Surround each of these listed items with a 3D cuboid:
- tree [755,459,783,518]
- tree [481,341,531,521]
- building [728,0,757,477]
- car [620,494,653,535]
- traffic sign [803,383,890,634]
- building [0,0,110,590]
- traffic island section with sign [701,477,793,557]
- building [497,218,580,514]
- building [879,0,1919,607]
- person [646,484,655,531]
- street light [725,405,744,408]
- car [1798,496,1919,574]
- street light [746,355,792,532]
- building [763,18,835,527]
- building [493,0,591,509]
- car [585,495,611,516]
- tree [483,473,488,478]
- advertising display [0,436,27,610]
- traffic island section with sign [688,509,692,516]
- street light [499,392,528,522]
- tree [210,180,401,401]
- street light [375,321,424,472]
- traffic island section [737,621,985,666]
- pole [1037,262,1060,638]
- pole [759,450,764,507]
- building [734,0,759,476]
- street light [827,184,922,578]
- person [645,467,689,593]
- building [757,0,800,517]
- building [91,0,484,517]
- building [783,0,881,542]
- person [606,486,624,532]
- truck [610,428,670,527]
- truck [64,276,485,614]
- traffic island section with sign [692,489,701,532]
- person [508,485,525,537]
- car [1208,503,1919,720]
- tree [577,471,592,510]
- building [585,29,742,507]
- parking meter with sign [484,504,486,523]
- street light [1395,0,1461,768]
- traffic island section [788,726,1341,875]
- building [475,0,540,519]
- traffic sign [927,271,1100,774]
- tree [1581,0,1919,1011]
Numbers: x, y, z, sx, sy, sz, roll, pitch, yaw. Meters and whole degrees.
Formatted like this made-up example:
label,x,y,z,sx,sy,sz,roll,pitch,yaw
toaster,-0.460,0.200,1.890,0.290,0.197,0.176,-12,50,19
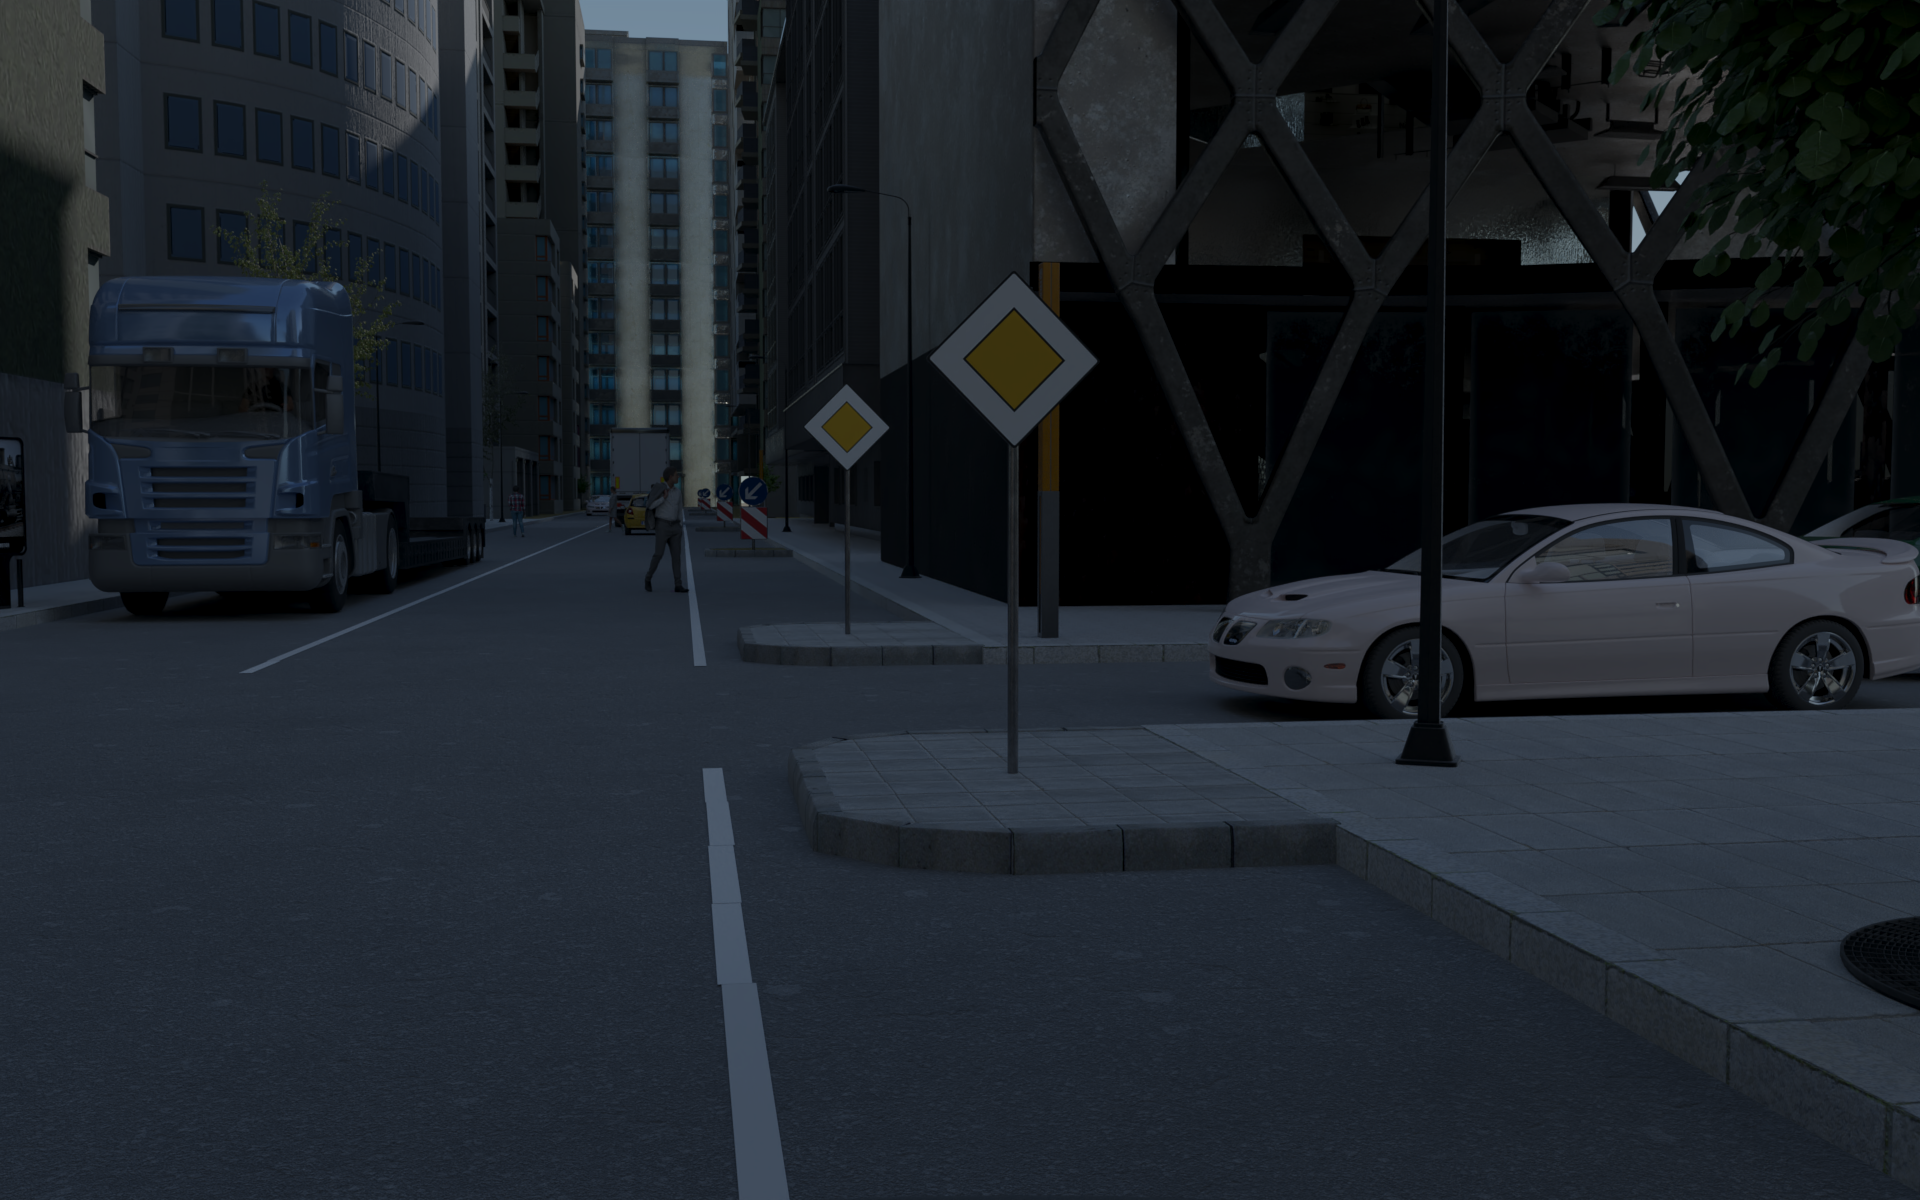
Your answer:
label,x,y,z,sx,sy,sz,roll,pitch,yaw
tree,-10.420,-6.033,93.240,1.663,3.219,1.824,0,3,0
tree,-22.612,-8.080,82.475,4.360,8.622,3.978,0,3,0
building,-6.538,-34.493,153.194,28.713,52.752,27.495,-1,4,-9
car,-11.093,-3.151,61.745,2.015,1.641,3.980,-1,4,-10
traffic sign,-1.030,-0.743,15.784,0.795,2.450,0.064,-1,4,-9
building,-19.251,-15.115,18.834,14.160,30.474,14.107,-1,4,-9
traffic island section with sign,-4.925,-1.929,40.160,1.989,1.847,2.006,-1,4,-9
building,-41.672,-16.894,121.253,27.650,21.520,28.899,-1,4,-9
building,8.069,-9.666,25.494,16.811,18.784,16.820,-1,4,-9
person,-11.904,-3.563,66.769,0.660,1.820,0.620,0,4,3
street light,-11.516,-7.195,90.177,1.470,5.913,1.316,-1,4,-9
car,8.821,-0.151,14.264,4.920,1.459,2.131,-1,4,-11
street light,-6.379,-5.240,58.215,1.470,5.913,1.316,-1,4,-9
building,-0.748,-15.708,75.894,14.314,24.678,30.058,-1,4,-9
building,-43.869,-32.279,151.456,21.600,48.544,21.300,-1,4,-9
car,-23.884,-6.294,115.264,2.083,1.381,4.827,-1,4,-10
tree,-21.570,-4.941,75.383,1.663,3.219,1.824,0,3,0
advertising display,-10.704,-0.854,19.181,0.123,1.923,0.974,0,4,6
traffic island section with sign,-17.192,-6.587,116.330,1.989,1.847,2.006,-1,4,-9
street light,-20.248,-6.482,78.525,1.470,5.913,1.316,-1,4,-9
tree,-15.838,-5.584,41.658,4.737,8.622,4.395,0,3,0
street light,-15.026,-4.518,46.410,1.470,5.913,1.316,-1,4,-9
traffic island section,-1.008,0.392,15.865,2.009,0.180,2.903,-1,4,-9
pole,0.788,-1.319,15.406,0.158,3.312,0.155,0,3,0
pole,-9.159,-5.270,80.007,0.158,3.312,0.155,0,3,0
building,-4.763,-28.723,124.251,22.147,44.769,28.867,-1,4,-9
street light,-1.297,-3.285,26.244,1.470,5.913,1.316,-1,4,-9
person,-4.314,-1.020,25.280,0.850,1.850,0.679,3,4,38
building,-4.961,-20.248,102.749,14.160,30.474,14.107,-1,4,-9
building,-28.556,-31.503,57.066,21.231,58.520,28.212,-1,4,-9
building,2.758,-15.621,48.918,14.314,27.812,24.014,-1,4,-9
person,-12.984,-3.412,65.040,0.466,1.731,0.760,3,5,42
truck,-14.433,-5.497,78.782,2.839,4.237,11.283,-1,4,-9
truck,-9.830,-2.316,27.618,2.967,4.110,18.799,-1,4,-9
traffic island section with sign,-9.204,-3.556,66.775,1.989,1.847,2.006,-1,4,-9
person,-14.728,-2.949,57.560,0.563,1.720,0.643,-1,4,-18
car,4.072,0.037,11.761,4.827,1.381,2.083,-1,4,-11
tree,-30.839,-8.937,140.726,1.663,3.219,1.824,0,3,0
building,-37.482,-34.375,181.642,30.456,49.044,23.786,-1,4,-9
parking meter with sign,-22.064,-5.021,78.357,1.738,3.016,0.543,3,5,42
street light,1.707,-2.171,8.034,1.470,5.913,1.316,-1,4,-9
traffic island section,0.262,0.875,7.981,2.009,0.180,2.903,-1,4,-9
building,-34.565,-40.202,95.557,20.563,71.187,20.611,-1,4,-9
traffic sign,0.240,-0.260,7.901,0.795,2.450,0.064,-1,4,-9
tree,3.139,-1.264,4.380,4.285,4.588,4.351,0,3,0
